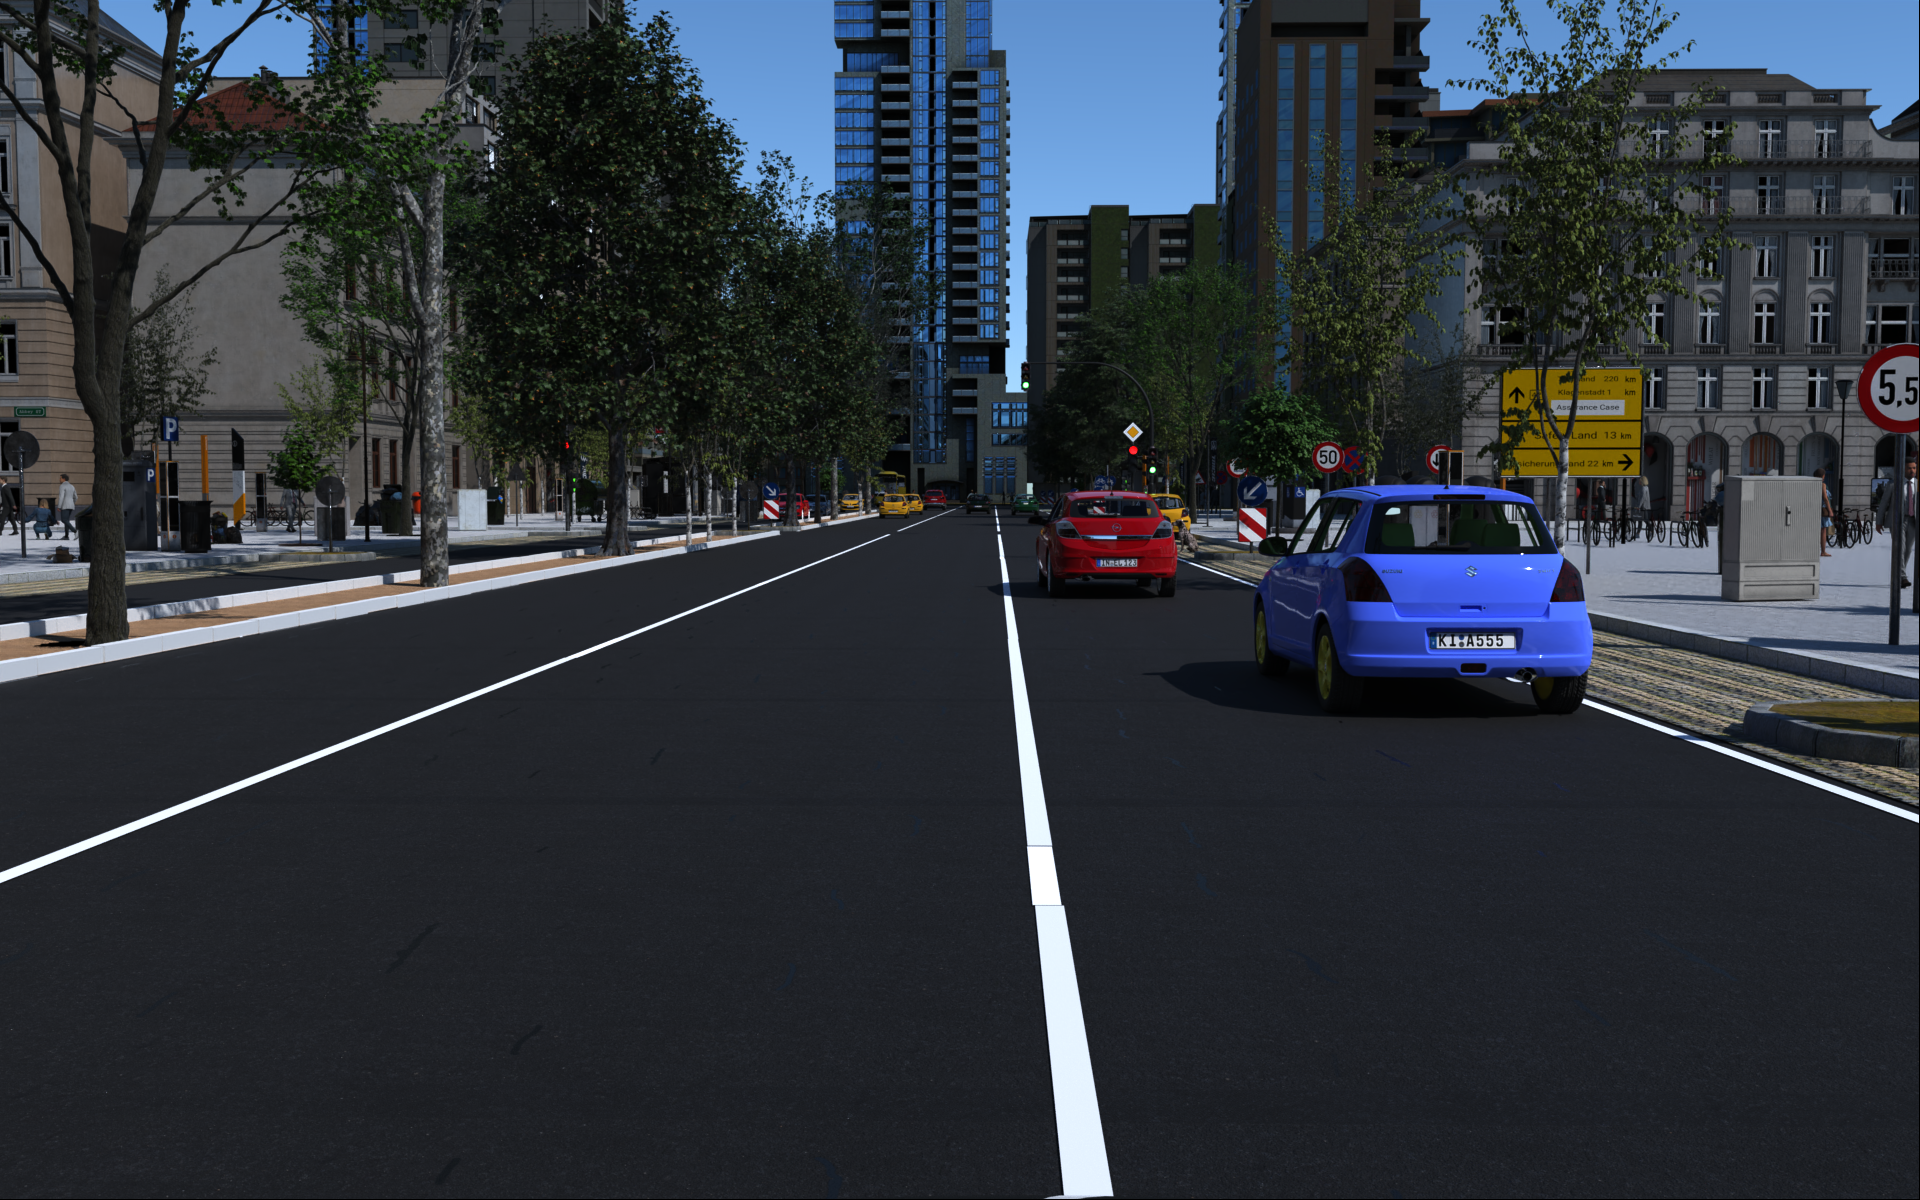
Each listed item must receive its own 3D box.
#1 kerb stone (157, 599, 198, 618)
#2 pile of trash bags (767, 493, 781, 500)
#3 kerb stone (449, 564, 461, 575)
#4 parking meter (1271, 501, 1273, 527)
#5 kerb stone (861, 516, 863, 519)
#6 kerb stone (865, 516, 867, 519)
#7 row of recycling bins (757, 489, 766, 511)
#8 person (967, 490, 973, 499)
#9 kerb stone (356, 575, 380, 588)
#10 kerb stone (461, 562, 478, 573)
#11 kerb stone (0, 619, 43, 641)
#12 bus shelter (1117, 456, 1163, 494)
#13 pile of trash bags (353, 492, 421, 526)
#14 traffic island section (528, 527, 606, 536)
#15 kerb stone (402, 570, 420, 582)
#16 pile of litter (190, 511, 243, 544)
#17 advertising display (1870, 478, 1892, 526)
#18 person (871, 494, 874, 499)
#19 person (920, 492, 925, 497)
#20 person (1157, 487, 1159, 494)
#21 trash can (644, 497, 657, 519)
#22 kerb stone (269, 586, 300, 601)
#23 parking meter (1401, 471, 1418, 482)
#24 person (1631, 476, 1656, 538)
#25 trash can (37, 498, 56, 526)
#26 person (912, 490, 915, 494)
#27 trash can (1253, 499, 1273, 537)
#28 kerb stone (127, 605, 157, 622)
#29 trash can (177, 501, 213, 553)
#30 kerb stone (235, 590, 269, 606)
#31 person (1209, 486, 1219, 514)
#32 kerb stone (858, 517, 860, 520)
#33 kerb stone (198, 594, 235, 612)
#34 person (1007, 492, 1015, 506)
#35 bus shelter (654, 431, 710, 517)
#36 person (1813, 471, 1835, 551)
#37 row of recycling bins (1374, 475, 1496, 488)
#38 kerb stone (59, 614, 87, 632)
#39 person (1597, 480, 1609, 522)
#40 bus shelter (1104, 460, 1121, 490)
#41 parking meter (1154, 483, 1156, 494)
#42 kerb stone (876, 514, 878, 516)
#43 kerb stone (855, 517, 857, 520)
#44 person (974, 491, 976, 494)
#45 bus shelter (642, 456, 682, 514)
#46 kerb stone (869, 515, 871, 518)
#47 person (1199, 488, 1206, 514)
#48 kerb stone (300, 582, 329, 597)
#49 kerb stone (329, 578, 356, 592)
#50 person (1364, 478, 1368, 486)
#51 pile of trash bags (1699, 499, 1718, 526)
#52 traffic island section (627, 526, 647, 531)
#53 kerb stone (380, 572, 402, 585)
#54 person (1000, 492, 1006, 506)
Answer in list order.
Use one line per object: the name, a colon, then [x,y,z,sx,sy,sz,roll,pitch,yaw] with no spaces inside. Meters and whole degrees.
kerb stone: [-9.272,0.118,20.347,0.120,0.150,1.000,0,4,1]
pile of trash bags: [-15.584,-7.875,138.511,3.447,1.369,1.912,-3,5,-43]
kerb stone: [-9.074,-0.512,30.605,0.120,0.150,1.000,0,4,1]
parking meter: [11.869,-3.735,66.776,0.399,1.863,0.255,-3,4,-37]
kerb stone: [-5.675,-4.556,96.683,0.120,0.150,1.000,0,4,1]
kerb stone: [-5.624,-4.743,99.749,0.120,0.150,1.000,0,4,1]
row of recycling bins: [-15.941,-7.613,131.588,1.069,1.692,3.534,2,4,29]
person: [1.128,-9.337,161.241,1.350,1.814,0.705,-3,5,-39]
kerb stone: [-9.154,-0.260,26.505,0.120,0.150,1.000,0,4,1]
kerb stone: [-9.053,-0.577,31.630,0.120,0.150,1.000,0,4,1]
kerb stone: [-9.334,0.302,17.264,0.120,0.150,1.000,0,4,1]
bus shelter: [9.703,-6.116,93.918,2.014,3.302,5.546,0,4,1]
pile of trash bags: [-23.044,-3.730,70.741,1.912,1.369,3.447,1,4,20]
traffic island section: [-13.634,-2.315,60.124,2.009,0.180,2.903,0,4,1]
kerb stone: [-9.114,-0.386,28.555,0.120,0.150,1.000,0,4,1]
pile of litter: [-19.278,-1.875,44.622,1.719,0.858,1.176,-3,5,-43]
advertising display: [36.952,-3.931,69.488,0.123,1.923,0.974,-1,4,-16]
person: [-9.101,-10.020,175.552,0.697,1.427,0.421,0,4,3]
person: [-4.265,-12.100,207.011,1.217,1.739,0.721,1,4,19]
person: [14.371,-7.376,126.821,0.511,1.800,0.466,3,5,45]
trash can: [-15.954,-4.747,89.263,0.748,1.137,0.748,0,3,0]
kerb stone: [-9.215,-0.072,23.420,0.120,0.150,1.000,0,4,1]
parking meter: [11.353,-2.328,43.774,0.255,1.863,0.399,-2,4,-33]
person: [19.720,-2.675,49.969,0.728,1.800,0.709,2,4,31]
trash can: [-36.362,-3.506,68.973,0.748,1.137,0.748,0,3,0]
person: [-4.118,-8.927,154.543,0.705,1.812,1.348,-2,4,-28]
trash can: [9.044,-2.474,52.100,0.748,1.137,0.748,0,3,0]
kerb stone: [-9.290,0.180,19.316,0.120,0.150,1.000,0,4,1]
trash can: [-16.600,-1.587,37.606,0.748,1.137,0.748,0,3,0]
kerb stone: [-9.236,-0.012,22.397,0.120,0.150,1.000,0,4,1]
person: [16.601,-6.550,113.314,0.661,1.801,0.590,-2,4,-26]
kerb stone: [-5.726,-4.430,94.639,0.120,0.150,1.000,0,4,1]
kerb stone: [-9.259,0.051,21.368,0.120,0.150,1.000,0,4,1]
person: [6.034,-11.763,201.555,1.217,1.736,0.721,1,4,8]
bus shelter: [-16.381,-7.611,102.069,2.179,5.291,8.768,0,4,1]
person: [19.267,-2.007,38.849,0.794,1.824,0.713,1,4,17]
row of recycling bins: [10.649,-1.942,38.865,3.534,1.692,1.069,-2,4,-29]
kerb stone: [-9.322,0.239,18.288,0.120,0.150,1.000,0,4,1]
person: [29.108,-4.465,78.400,0.474,1.900,0.648,0,4,-7]
bus shelter: [10.917,-7.983,121.797,1.731,3.624,6.357,0,4,1]
parking meter: [9.898,-5.091,88.946,0.255,1.863,0.399,1,4,12]
kerb stone: [-5.441,-5.307,108.982,0.120,0.150,1.000,0,4,1]
kerb stone: [-5.761,-4.306,92.592,0.120,0.150,1.000,0,4,1]
person: [1.833,-11.538,197.937,1.217,1.735,0.721,3,5,40]
bus shelter: [-18.829,-7.296,110.579,1.731,3.624,6.357,0,4,1]
kerb stone: [-5.555,-4.925,102.822,0.120,0.150,1.000,0,4,1]
person: [15.897,-6.527,113.766,0.522,1.701,0.512,0,4,1]
kerb stone: [-9.197,-0.135,24.442,0.120,0.150,1.000,0,4,1]
kerb stone: [-9.173,-0.201,25.475,0.120,0.150,1.000,0,4,1]
person: [10.133,-2.233,43.388,0.563,1.720,0.643,-3,5,-44]
pile of trash bags: [31.214,-3.616,68.869,3.447,1.369,1.912,2,4,24]
traffic island section: [-13.478,-2.803,68.107,2.009,0.180,2.903,0,4,1]
kerb stone: [-9.138,-0.322,27.527,0.120,0.150,1.000,0,4,1]
person: [5.421,-12.509,213.745,1.217,1.735,0.721,2,4,24]
